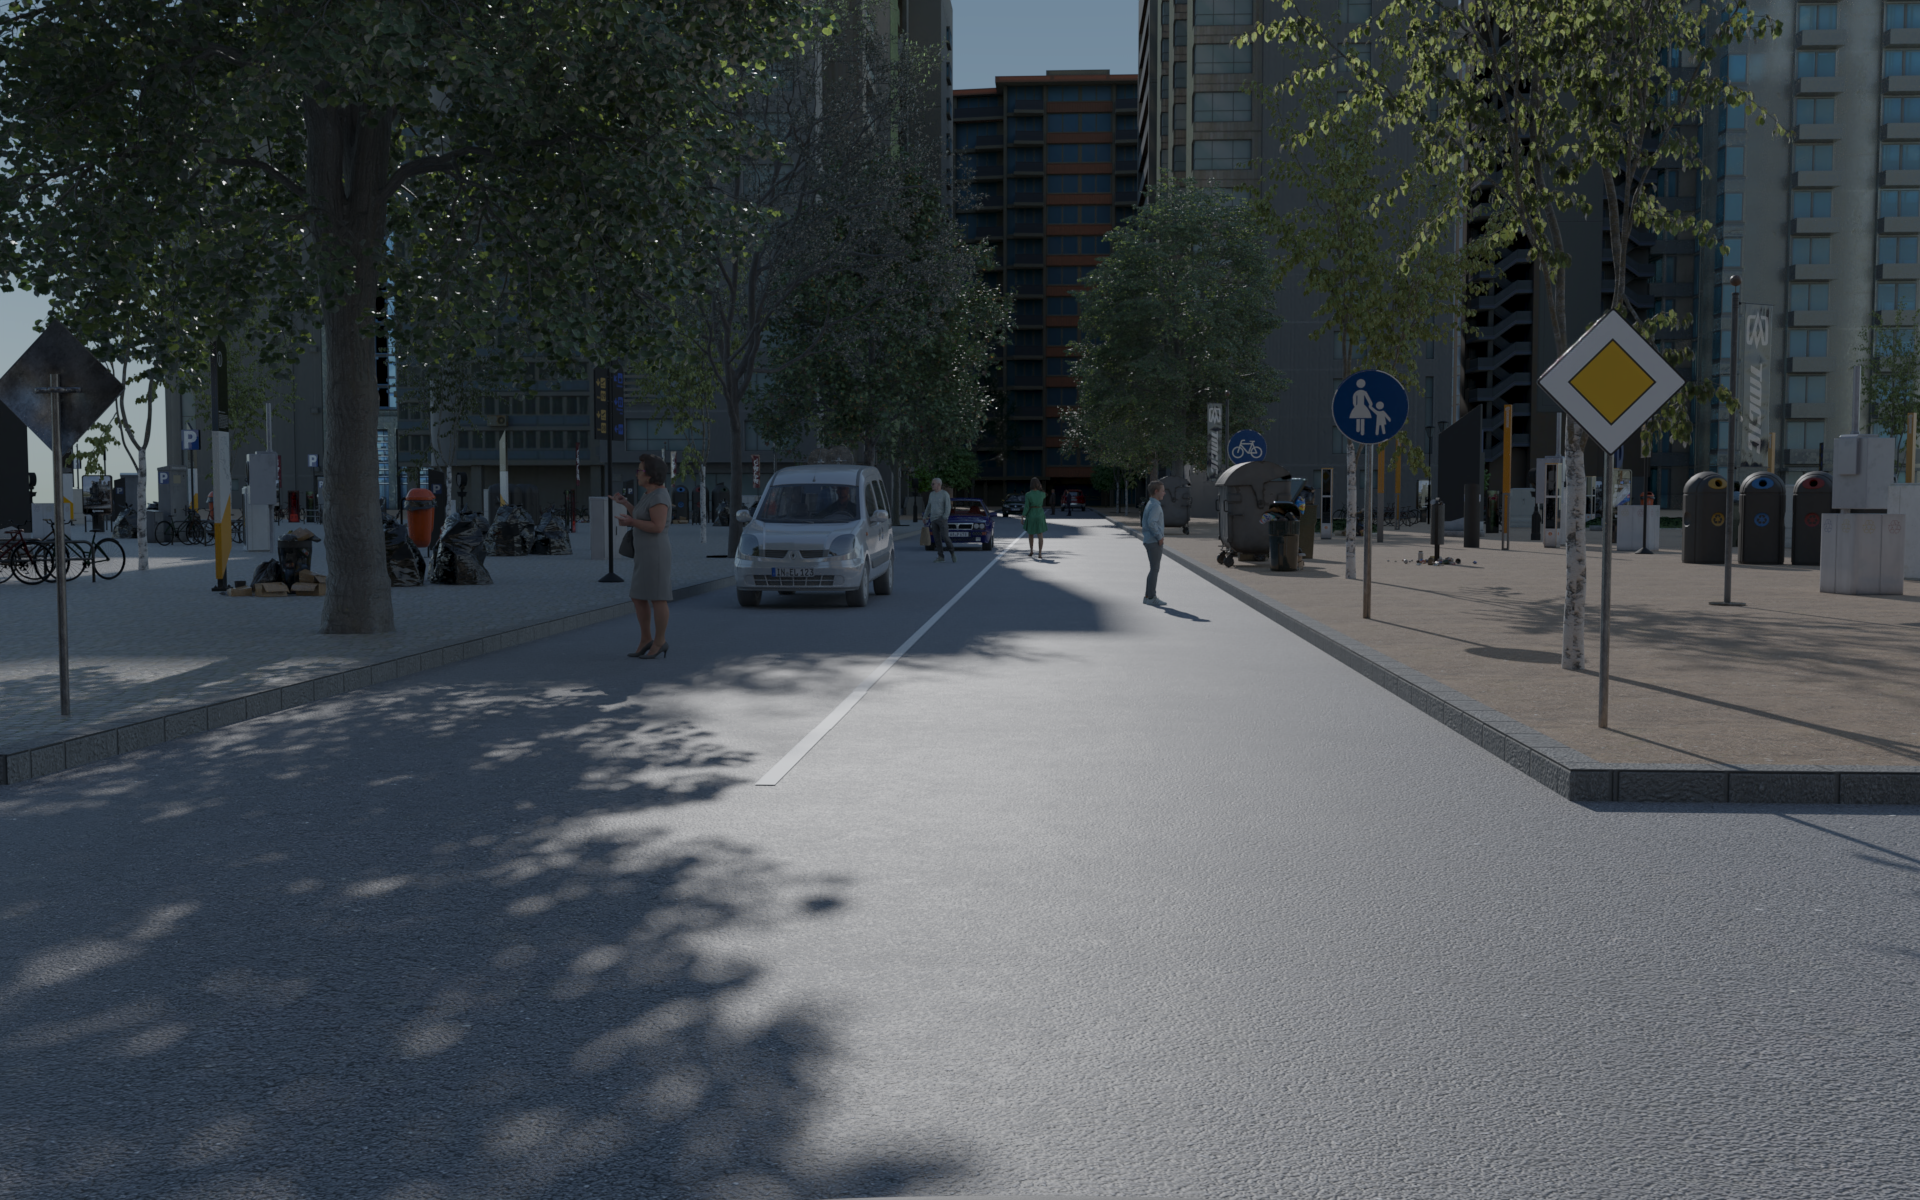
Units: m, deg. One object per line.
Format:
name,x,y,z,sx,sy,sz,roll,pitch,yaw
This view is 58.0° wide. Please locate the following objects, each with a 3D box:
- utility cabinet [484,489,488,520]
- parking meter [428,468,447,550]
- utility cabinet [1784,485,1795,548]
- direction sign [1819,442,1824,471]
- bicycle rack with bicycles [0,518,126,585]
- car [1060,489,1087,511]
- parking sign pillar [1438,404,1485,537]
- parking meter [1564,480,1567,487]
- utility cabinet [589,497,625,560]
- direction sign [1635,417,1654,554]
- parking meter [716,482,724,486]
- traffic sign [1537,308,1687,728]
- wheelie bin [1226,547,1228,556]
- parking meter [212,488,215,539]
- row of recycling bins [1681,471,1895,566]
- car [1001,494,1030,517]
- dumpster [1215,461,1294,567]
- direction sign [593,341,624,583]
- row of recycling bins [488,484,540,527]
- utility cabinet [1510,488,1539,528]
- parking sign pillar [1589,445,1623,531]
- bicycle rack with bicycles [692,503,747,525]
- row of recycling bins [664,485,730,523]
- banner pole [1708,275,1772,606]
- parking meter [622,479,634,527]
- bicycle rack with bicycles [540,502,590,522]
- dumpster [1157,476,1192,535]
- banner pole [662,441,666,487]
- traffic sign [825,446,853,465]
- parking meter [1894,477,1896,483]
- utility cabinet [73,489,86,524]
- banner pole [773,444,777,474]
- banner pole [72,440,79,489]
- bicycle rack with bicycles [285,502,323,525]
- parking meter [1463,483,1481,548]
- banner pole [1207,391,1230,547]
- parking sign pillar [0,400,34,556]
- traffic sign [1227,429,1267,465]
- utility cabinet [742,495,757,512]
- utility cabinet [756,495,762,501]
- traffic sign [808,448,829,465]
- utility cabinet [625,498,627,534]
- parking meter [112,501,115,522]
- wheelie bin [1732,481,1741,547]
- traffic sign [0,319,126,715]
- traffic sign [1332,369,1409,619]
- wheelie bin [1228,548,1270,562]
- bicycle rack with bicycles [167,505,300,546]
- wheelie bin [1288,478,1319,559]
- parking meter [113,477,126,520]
utility cabinet,-21.532,-4.389,80.446,1.173,1.500,0.318,1,4,22
parking meter,-11.917,-2.070,39.551,0.399,1.863,0.255,-1,4,-10
utility cabinet,20.068,-1.970,40.882,1.173,1.500,0.318,-1,4,-15
direction sign,37.897,-5.156,76.290,0.379,3.537,0.876,1,4,18
bicycle rack with bicycles,-13.630,-0.718,25.117,2.852,0.926,2.925,3,5,43
car,9.450,-8.315,144.626,2.281,1.827,5.304,0,4,4
parking sign pillar,15.159,-3.910,52.397,1.447,3.967,1.447,3,4,36
parking meter,24.080,-3.871,69.002,0.399,1.863,0.255,-1,4,-9
utility cabinet,-6.993,-1.413,34.270,0.306,1.237,1.020,0,4,8
direction sign,14.654,-2.752,36.990,0.379,3.537,0.876,1,4,8
parking meter,-11.588,-4.761,83.545,0.399,1.863,0.255,-1,4,-13
traffic sign,3.531,-0.356,9.458,0.795,2.450,0.064,0,4,3
wheelie bin,5.801,-1.703,35.744,0.980,1.594,0.693,-1,4,-14
parking meter,-20.987,-2.491,49.142,0.372,1.533,0.369,0,3,0
row of recycling bins,15.026,-1.490,31.467,3.534,1.692,1.069,2,4,26
car,3.588,-6.051,108.726,2.009,1.686,4.222,0,4,5
dumpster,5.252,-1.537,30.889,1.264,1.857,1.865,0,4,3
direction sign,-5.087,-2.028,25.159,0.379,3.537,0.876,1,4,16
row of recycling bins,-17.712,-3.785,69.003,1.069,1.692,3.534,1,4,11
utility cabinet,21.231,-3.460,65.242,0.318,1.500,1.173,-2,4,-35
parking sign pillar,22.717,-4.392,60.285,1.447,3.967,1.447,2,4,32
bicycle rack with bicycles,-10.034,-3.597,72.198,2.852,0.926,2.925,0,4,-2
row of recycling bins,-12.008,-4.272,76.955,3.534,1.692,1.069,-1,4,-13
banner pole,9.068,-1.834,19.997,0.863,3.779,0.401,-2,4,-27
parking meter,-12.892,-3.768,67.324,0.399,1.863,0.255,-3,5,-43
bicycle rack with bicycles,-18.034,-4.086,80.192,2.925,0.926,2.852,2,4,27
dumpster,6.722,-3.011,54.989,1.264,1.857,1.865,0,4,4
banner pole,-14.107,-5.663,82.605,0.401,3.779,0.863,-2,4,-24
traffic sign,-3.185,-2.779,45.551,0.768,2.556,0.104,1,4,10
parking meter,31.531,-3.239,58.667,0.255,1.863,0.399,3,4,36
utility cabinet,-37.152,-3.894,72.349,0.318,1.500,1.173,2,4,29
banner pole,-6.824,-4.516,63.861,0.401,3.779,0.863,0,4,3
banner pole,-40.536,-5.449,79.112,0.863,3.779,0.401,-2,4,-35
bicycle rack with bicycles,-31.578,-4.099,80.398,2.852,0.926,2.925,2,4,27
parking meter,12.263,-2.022,41.475,0.372,1.533,0.369,0,3,0
banner pole,6.285,-3.176,41.950,0.863,3.779,0.401,-2,4,-32
parking sign pillar,-20.404,-2.938,36.507,1.447,3.967,1.447,3,5,41
traffic sign,5.654,-2.084,34.182,0.768,2.556,0.104,0,4,5
utility cabinet,-9.941,-4.268,80.951,1.020,1.237,0.306,2,4,26
utility cabinet,-7.686,-3.642,70.712,1.020,1.237,0.306,0,4,2
traffic sign,-3.815,-2.902,47.558,0.768,2.556,0.104,1,4,9
utility cabinet,-8.054,-1.744,39.678,1.020,1.237,0.306,3,5,40
parking meter,-39.209,-4.405,80.439,0.372,1.533,0.369,0,3,0
wheelie bin,18.623,-2.089,42.070,0.693,1.594,0.980,-3,4,-39
traffic sign,-5.196,-0.389,10.001,0.795,2.450,0.064,0,4,3
traffic sign,4.199,-1.082,17.798,0.768,2.556,0.104,1,4,11
wheelie bin,5.590,-1.540,33.084,0.693,1.594,0.980,1,4,18
bicycle rack with bicycles,-18.770,-1.846,43.571,2.852,0.926,2.925,3,5,42
wheelie bin,6.719,-1.630,34.567,0.693,1.594,0.980,-1,4,-21
parking meter,-29.185,-3.329,60.137,0.399,1.863,0.255,-2,4,-26
